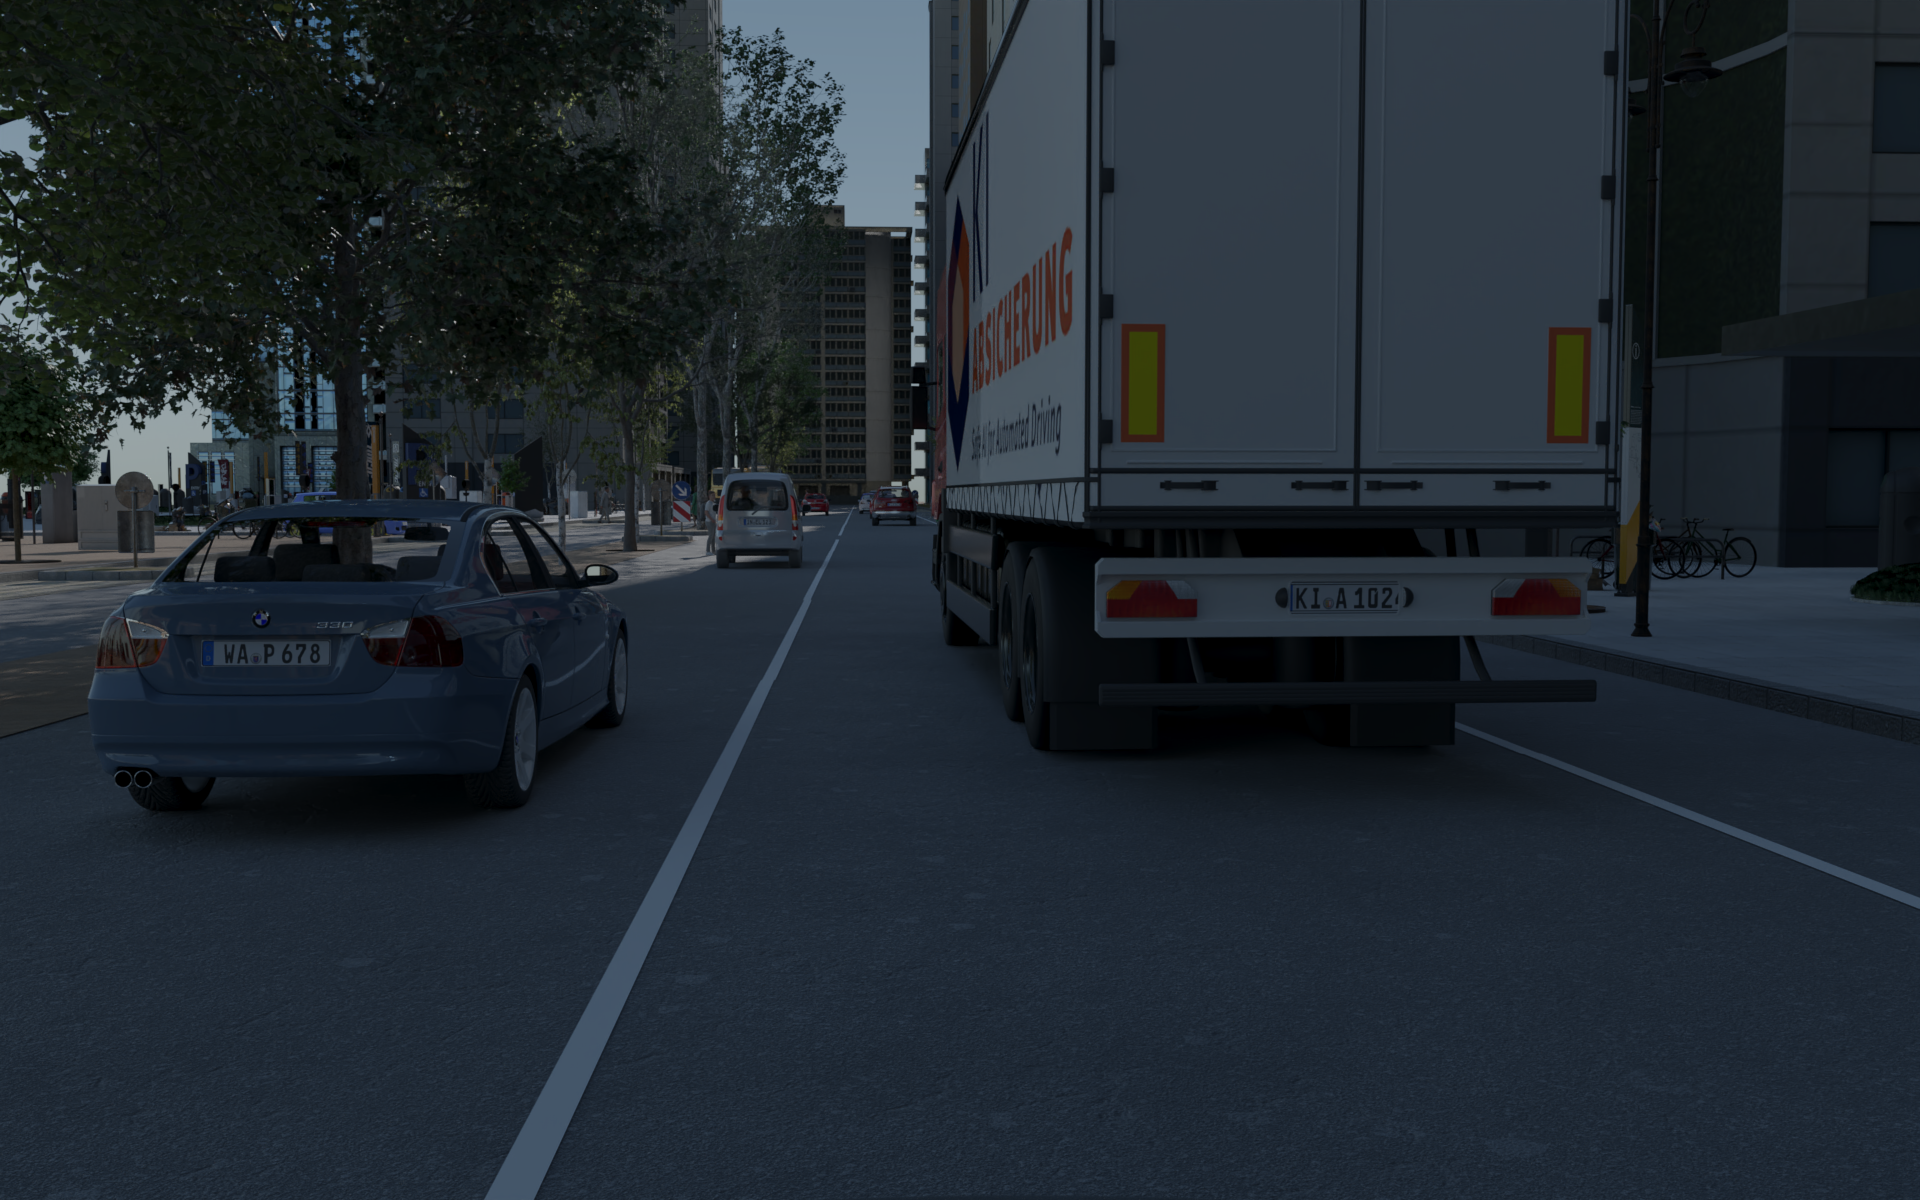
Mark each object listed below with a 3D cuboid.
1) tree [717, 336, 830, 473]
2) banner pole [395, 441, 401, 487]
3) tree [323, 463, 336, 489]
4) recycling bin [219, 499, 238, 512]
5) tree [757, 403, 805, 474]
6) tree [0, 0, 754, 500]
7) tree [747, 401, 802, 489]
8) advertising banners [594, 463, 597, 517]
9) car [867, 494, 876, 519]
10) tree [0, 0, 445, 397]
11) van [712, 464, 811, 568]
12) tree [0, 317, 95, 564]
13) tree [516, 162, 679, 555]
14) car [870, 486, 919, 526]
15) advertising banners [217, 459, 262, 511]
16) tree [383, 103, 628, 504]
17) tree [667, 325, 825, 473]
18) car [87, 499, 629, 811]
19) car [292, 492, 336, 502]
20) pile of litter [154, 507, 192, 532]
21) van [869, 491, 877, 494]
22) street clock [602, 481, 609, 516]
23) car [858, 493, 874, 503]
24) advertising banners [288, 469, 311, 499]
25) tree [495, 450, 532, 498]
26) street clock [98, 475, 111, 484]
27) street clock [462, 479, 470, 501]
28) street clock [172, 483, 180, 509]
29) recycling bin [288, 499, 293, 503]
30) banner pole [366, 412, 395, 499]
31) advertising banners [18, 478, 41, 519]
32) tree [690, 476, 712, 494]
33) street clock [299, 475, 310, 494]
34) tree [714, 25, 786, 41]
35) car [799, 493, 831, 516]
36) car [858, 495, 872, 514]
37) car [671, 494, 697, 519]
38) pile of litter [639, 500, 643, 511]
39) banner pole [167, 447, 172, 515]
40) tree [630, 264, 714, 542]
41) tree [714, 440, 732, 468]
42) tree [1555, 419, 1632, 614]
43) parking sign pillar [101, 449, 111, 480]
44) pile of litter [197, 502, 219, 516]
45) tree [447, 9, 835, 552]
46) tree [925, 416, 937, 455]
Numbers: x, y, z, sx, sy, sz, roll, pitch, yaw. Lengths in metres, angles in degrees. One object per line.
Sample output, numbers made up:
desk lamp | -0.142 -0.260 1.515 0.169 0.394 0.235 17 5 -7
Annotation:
tree | -12.107 -11.209 111.476 9.928 11.665 9.643 0 3 0
banner pole | -23.429 -4.996 71.703 0.863 3.779 0.401 3 4 36
tree | -32.835 -5.921 91.404 1.663 3.219 1.824 0 3 0
recycling bin | -34.846 -4.278 82.502 0.722 1.027 0.722 -1 4 -12
tree | -12.604 -10.151 118.781 4.360 8.622 3.978 0 3 0
tree | -7.510 -6.220 21.163 9.611 12.733 9.660 0 3 0
tree | -13.253 -10.452 123.704 4.737 8.622 4.395 0 3 0
advertising banners | -20.264 -6.128 96.376 0.090 3.025 2.074 0 4 -7
car | -4.423 -5.676 101.846 2.155 1.783 4.494 0 4 -3
tree | -7.122 -5.584 11.890 7.486 12.596 7.792 0 3 0
van | -4.009 -1.705 34.886 2.013 2.044 4.112 0 4 -5
tree | -17.548 -2.973 32.317 4.285 4.588 4.351 0 3 0
tree | -7.928 -4.982 34.276 4.737 8.622 4.395 0 3 0
car | -3.024 -4.341 79.645 2.281 1.827 5.304 0 4 -2
advertising banners | -36.246 -5.565 87.181 2.074 3.025 0.090 -3 4 -36
tree | -7.974 -4.666 29.114 4.360 8.622 3.978 0 3 0
tree | -11.150 -9.351 89.766 8.767 10.594 7.601 0 4 -3
car | -2.895 0.174 9.157 2.014 1.417 4.499 0 4 -2
car | -19.348 -2.753 54.607 3.694 1.707 1.945 0 4 -3
pile of litter | -27.079 -2.785 59.492 1.176 0.858 1.719 -2 4 -32
van | -10.269 -12.365 209.184 2.013 2.044 4.112 0 4 -2
street clock | -20.359 -5.786 99.166 0.358 2.002 0.471 2 4 32
car | -7.721 -8.435 147.503 1.945 1.707 3.694 0 4 -3
advertising banners | -45.512 -7.500 118.807 2.074 3.025 0.090 0 4 0
tree | -19.842 -5.031 76.857 1.663 3.219 1.824 0 3 0
street clock | -33.293 -3.844 67.426 0.358 2.002 0.471 1 4 9
street clock | -24.269 -4.927 85.130 0.358 2.002 0.471 -3 5 -44
street clock | -53.432 -6.939 118.016 0.471 2.002 0.358 -3 5 -45
recycling bin | -37.517 -5.108 96.066 0.722 1.027 0.722 2 4 31
banner pole | -17.753 -3.824 52.534 0.863 3.779 0.401 -3 5 -42
advertising banners | -47.743 -5.668 88.859 0.090 3.025 2.074 1 4 22
tree | -24.466 -10.214 161.606 1.663 3.219 1.824 0 3 0
street clock | -24.310 -3.653 64.290 0.358 2.002 0.471 0 4 6
tree | -11.087 -12.713 66.203 12.611 20.169 13.585 0 3 0
car | -9.617 -6.486 115.085 2.155 1.783 4.494 0 4 -5
car | -6.379 -6.932 125.699 2.083 1.381 4.827 0 4 -2
car | -15.671 -5.472 99.250 2.009 1.686 4.222 0 4 -2
pile of litter | -24.371 -7.111 130.226 1.176 0.858 1.719 -1 4 -13
banner pole | -41.669 -6.199 91.377 0.401 3.779 0.863 -1 4 -10
tree | -9.541 -6.001 50.937 4.360 8.622 3.978 0 3 0
tree | -26.472 -14.465 186.868 4.360 8.622 3.978 0 3 0
tree | 6.677 -1.493 19.008 1.663 3.219 1.824 0 3 0
parking sign pillar | -51.298 -7.071 104.083 1.447 3.967 1.447 -1 4 -21
pile of litter | -31.688 -3.611 73.004 1.719 0.858 1.176 2 4 33
tree | -8.174 -7.936 42.584 12.009 13.543 11.850 0 3 0
tree | -0.715 -11.664 141.076 4.737 8.622 4.395 0 3 0
